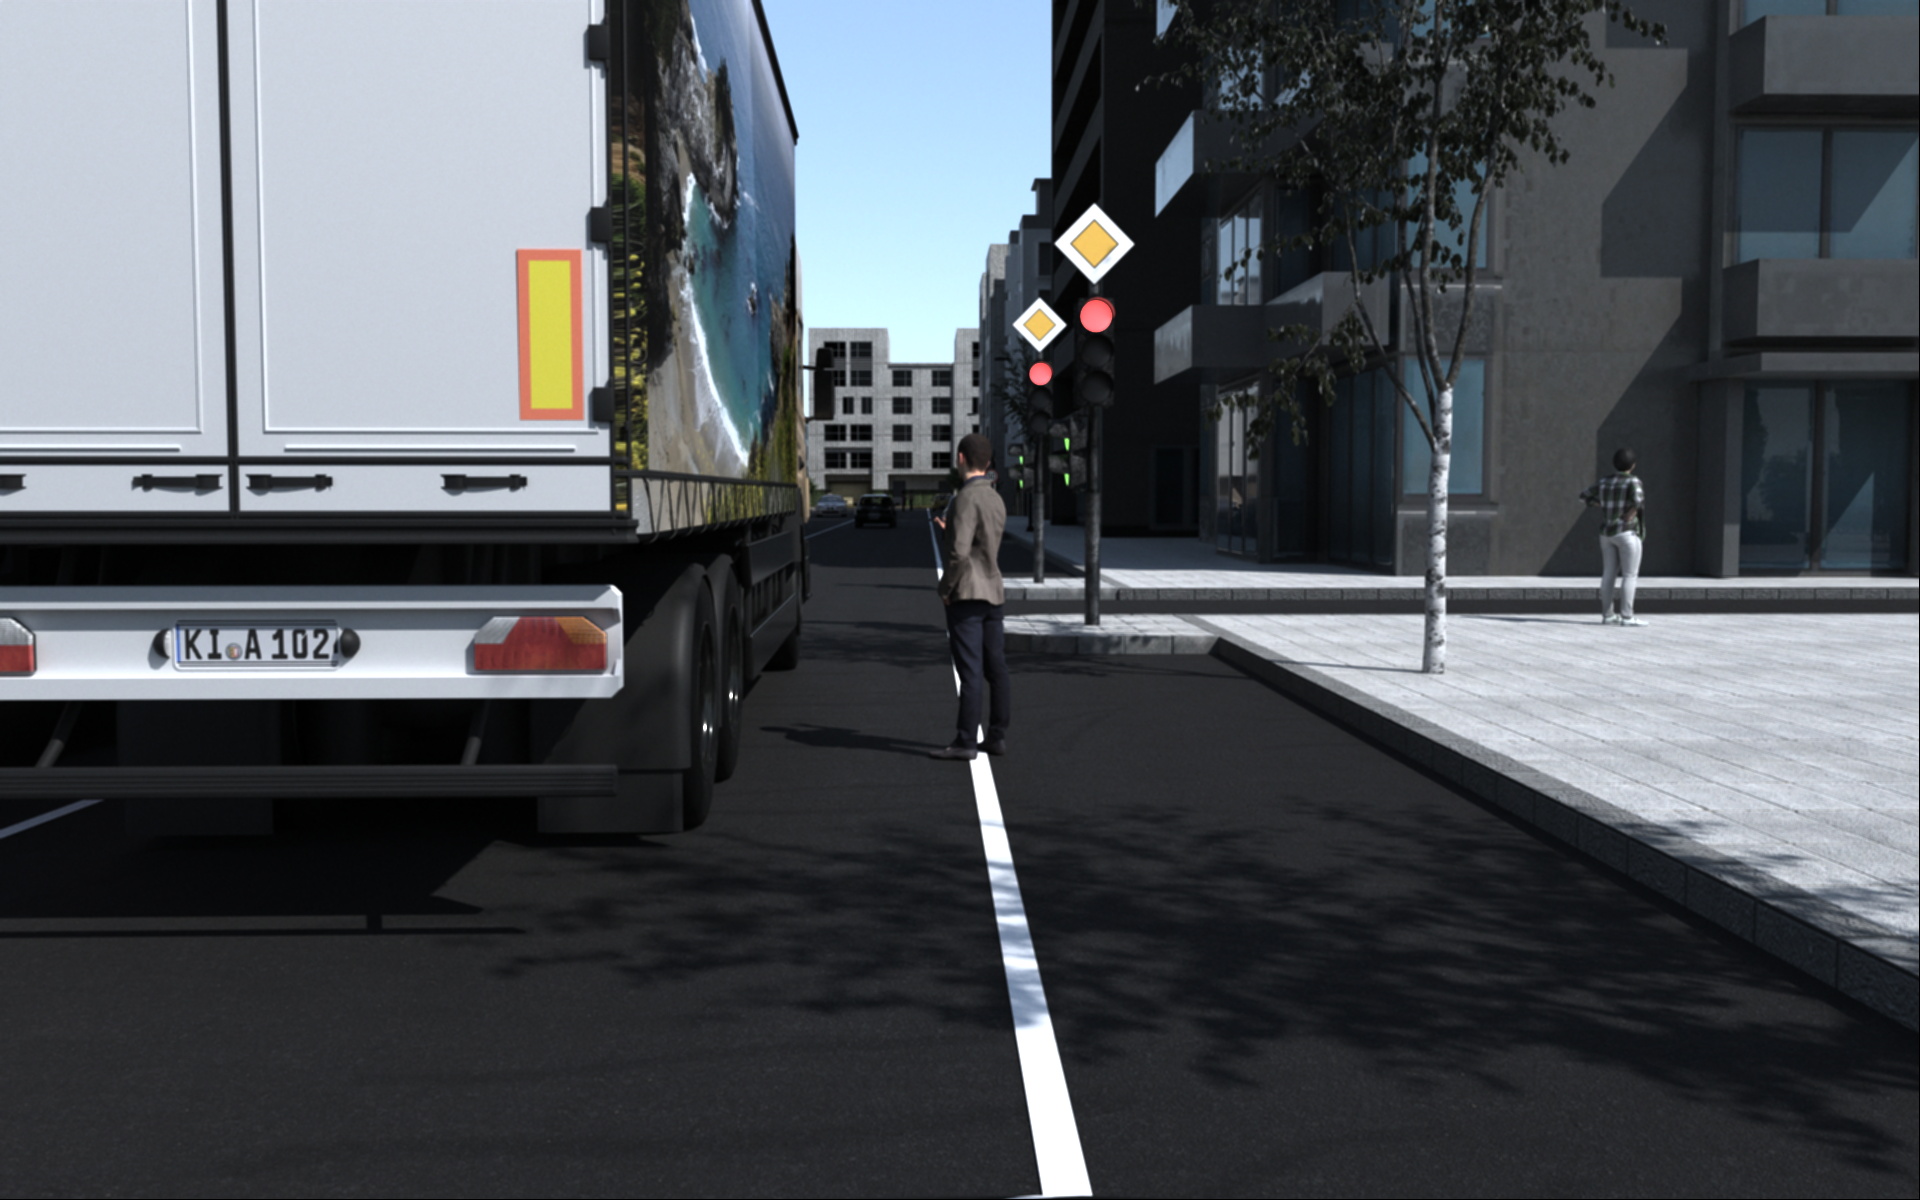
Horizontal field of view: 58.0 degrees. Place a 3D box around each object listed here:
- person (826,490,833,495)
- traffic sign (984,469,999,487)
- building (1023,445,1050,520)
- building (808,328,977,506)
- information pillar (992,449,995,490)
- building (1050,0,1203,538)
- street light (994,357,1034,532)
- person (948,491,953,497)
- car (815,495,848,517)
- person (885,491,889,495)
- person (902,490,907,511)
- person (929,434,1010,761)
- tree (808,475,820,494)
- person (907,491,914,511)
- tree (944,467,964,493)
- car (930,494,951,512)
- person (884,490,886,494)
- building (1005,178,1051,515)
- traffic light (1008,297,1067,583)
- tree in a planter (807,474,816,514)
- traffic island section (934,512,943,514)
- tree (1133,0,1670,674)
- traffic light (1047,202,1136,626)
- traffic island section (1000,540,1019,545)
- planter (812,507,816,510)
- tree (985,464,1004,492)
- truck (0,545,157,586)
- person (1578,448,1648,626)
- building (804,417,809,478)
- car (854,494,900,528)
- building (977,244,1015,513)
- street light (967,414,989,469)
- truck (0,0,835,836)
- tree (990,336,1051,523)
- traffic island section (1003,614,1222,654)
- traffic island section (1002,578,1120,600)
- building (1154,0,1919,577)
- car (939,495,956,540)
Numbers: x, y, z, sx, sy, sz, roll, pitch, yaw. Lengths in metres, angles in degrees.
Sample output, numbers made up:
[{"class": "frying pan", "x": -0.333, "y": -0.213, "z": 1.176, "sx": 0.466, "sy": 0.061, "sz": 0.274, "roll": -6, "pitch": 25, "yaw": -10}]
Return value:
[{"class": "person", "x": -12.001, "y": -9.224, "z": 159.310, "sx": 1.348, "sy": 1.824, "sz": 0.705, "roll": 0, "pitch": 4, "yaw": 4}, {"class": "traffic sign", "x": 1.572, "y": -5.293, "z": 86.648, "sx": 0.768, "sy": 2.556, "sz": 0.104, "roll": 0, "pitch": 4, "yaw": 6}, {"class": "building", "x": 14.061, "y": -39.778, "z": 88.627, "sx": 20.563, "sy": 71.187, "sz": 20.611, "roll": 0, "pitch": 4, "yaw": -1}, {"class": "building", "x": -0.526, "y": -19.953, "z": 192.686, "sx": 31.486, "sy": 18.905, "sz": 16.747, "roll": 0, "pitch": 4, "yaw": -1}, {"class": "information pillar", "x": 1.736, "y": -5.993, "z": 89.344, "sx": 0.183, "sy": 3.616, "sz": 0.504, "roll": 1, "pitch": 4, "yaw": 14}, {"class": "building", "x": 14.611, "y": -26.702, "z": 60.272, "sx": 21.300, "sy": 48.544, "sz": 21.600, "roll": 0, "pitch": 4, "yaw": -1}, {"class": "street light", "x": 1.860, "y": -5.280, "z": 58.872, "sx": 1.470, "sy": 5.913, "sz": 1.316, "roll": 0, "pitch": 4, "yaw": -1}, {"class": "person", "x": -0.877, "y": -8.354, "z": 146.027, "sx": 0.756, "sy": 1.711, "sz": 0.436, "roll": -3, "pitch": 4, "yaw": -36}, {"class": "car", "x": -8.144, "y": -5.973, "z": 110.013, "sx": 2.083, "sy": 1.381, "sz": 4.827, "roll": 0, "pitch": 4, "yaw": -2}, {"class": "person", "x": -5.870, "y": -7.892, "z": 138.451, "sx": 0.530, "sy": 1.710, "sz": 0.541, "roll": -2, "pitch": 4, "yaw": -33}, {"class": "person", "x": -4.568, "y": -8.179, "z": 142.904, "sx": 0.721, "sy": 1.739, "sz": 1.217, "roll": -1, "pitch": 4, "yaw": -17}, {"class": "person", "x": -0.039, "y": -0.031, "z": 9.540, "sx": 0.750, "sy": 1.759, "sz": 0.617, "roll": 3, "pitch": 5, "yaw": 44}, {"class": "tree", "x": -14.927, "y": -10.785, "z": 170.933, "sx": 1.663, "sy": 3.219, "sz": 1.824, "roll": 0, "pitch": 3, "yaw": 0}, {"class": "person", "x": -4.276, "y": -8.551, "z": 149.017, "sx": 0.721, "sy": 1.736, "sz": 1.217, "roll": -2, "pitch": 4, "yaw": -35}, {"class": "tree", "x": 0.053, "y": -11.876, "z": 177.881, "sx": 4.285, "sy": 4.588, "sz": 4.351, "roll": 0, "pitch": 3, "yaw": 0}, {"class": "car", "x": -1.433, "y": -8.095, "z": 142.572, "sx": 2.015, "sy": 1.641, "sz": 3.980, "roll": 0, "pitch": 4, "yaw": -2}, {"class": "person", "x": -6.837, "y": -9.235, "z": 159.522, "sx": 0.705, "sy": 1.821, "sz": 1.348, "roll": 3, "pitch": 4, "yaw": 36}, {"class": "building", "x": 10.942, "y": -15.493, "z": 109.732, "sx": 16.016, "sy": 20.091, "sz": 11.380, "roll": 0, "pitch": 4, "yaw": -1}, {"class": "traffic light", "x": 1.115, "y": -2.197, "z": 24.840, "sx": 0.839, "sy": 4.253, "sz": 0.868, "roll": 0, "pitch": 4, "yaw": -1}, {"class": "tree in a planter", "x": -11.562, "y": -7.903, "z": 126.435, "sx": 1.991, "sy": 3.239, "sz": 1.994, "roll": 0, "pitch": 4, "yaw": -1}, {"class": "traffic island section", "x": -0.924, "y": -6.385, "z": 127.261, "sx": 1.991, "sy": 0.108, "sz": 1.994, "roll": 0, "pitch": 4, "yaw": -1}, {"class": "tree", "x": 3.360, "y": -3.794, "z": 12.398, "sx": 4.360, "sy": 8.622, "sz": 3.978, "roll": 0, "pitch": 3, "yaw": 0}, {"class": "traffic light", "x": 1.277, "y": -1.709, "z": 16.857, "sx": 0.839, "sy": 4.253, "sz": 0.868, "roll": 0, "pitch": 4, "yaw": -1}, {"class": "traffic island section", "x": 0.643, "y": -1.649, "z": 49.830, "sx": 1.991, "sy": 0.108, "sz": 1.994, "roll": 0, "pitch": 4, "yaw": -1}, {"class": "planter", "x": -12.105, "y": -8.093, "z": 153.462, "sx": 1.991, "sy": 0.319, "sz": 1.994, "roll": 0, "pitch": 4, "yaw": -1}, {"class": "tree", "x": 1.958, "y": -7.012, "z": 109.240, "sx": 1.663, "sy": 3.219, "sz": 1.824, "roll": 0, "pitch": 3, "yaw": 0}, {"class": "truck", "x": -5.927, "y": -1.361, "z": 11.160, "sx": 2.839, "sy": 4.237, "sz": 11.283, "roll": 0, "pitch": 4, "yaw": 1}, {"class": "person", "x": 6.470, "y": -0.625, "z": 16.993, "sx": 0.376, "sy": 1.734, "sz": 0.841, "roll": -1, "pitch": 4, "yaw": -17}, {"class": "building", "x": -30.618, "y": -15.060, "z": 188.371, "sx": 28.070, "sy": 9.664, "sz": 9.099, "roll": 0, "pitch": 4, "yaw": -1}, {"class": "car", "x": -3.626, "y": -3.980, "z": 74.862, "sx": 2.009, "sy": 1.686, "sz": 4.222, "roll": 0, "pitch": 4, "yaw": 0}, {"class": "building", "x": 10.309, "y": -16.189, "z": 131.154, "sx": 16.747, "sy": 18.905, "sz": 31.486, "roll": 0, "pitch": 4, "yaw": -1}, {"class": "street light", "x": 1.071, "y": -7.796, "z": 100.001, "sx": 1.470, "sy": 5.913, "sz": 1.316, "roll": 0, "pitch": 4, "yaw": -1}, {"class": "truck", "x": -2.364, "y": -1.333, "z": 10.704, "sx": 2.839, "sy": 4.237, "sz": 11.283, "roll": 0, "pitch": 4, "yaw": -2}, {"class": "tree", "x": 3.429, "y": -7.686, "z": 76.023, "sx": 4.737, "sy": 8.622, "sz": 4.395, "roll": 0, "pitch": 3, "yaw": 0}, {"class": "traffic island section", "x": 1.317, "y": 0.325, "z": 16.971, "sx": 2.009, "sy": 0.180, "sz": 2.903, "roll": 0, "pitch": 4, "yaw": -1}, {"class": "traffic island section", "x": 1.155, "y": -0.164, "z": 24.955, "sx": 2.009, "sy": 0.180, "sz": 2.903, "roll": 0, "pitch": 4, "yaw": -1}, {"class": "building", "x": 19.328, "y": -25.420, "z": 35.220, "sx": 30.456, "sy": 49.044, "sz": 23.786, "roll": 0, "pitch": 4, "yaw": -1}, {"class": "car", "x": 0.326, "y": -2.664, "z": 55.553, "sx": 2.014, "sy": 1.417, "sz": 4.499, "roll": 0, "pitch": 4, "yaw": 1}]
